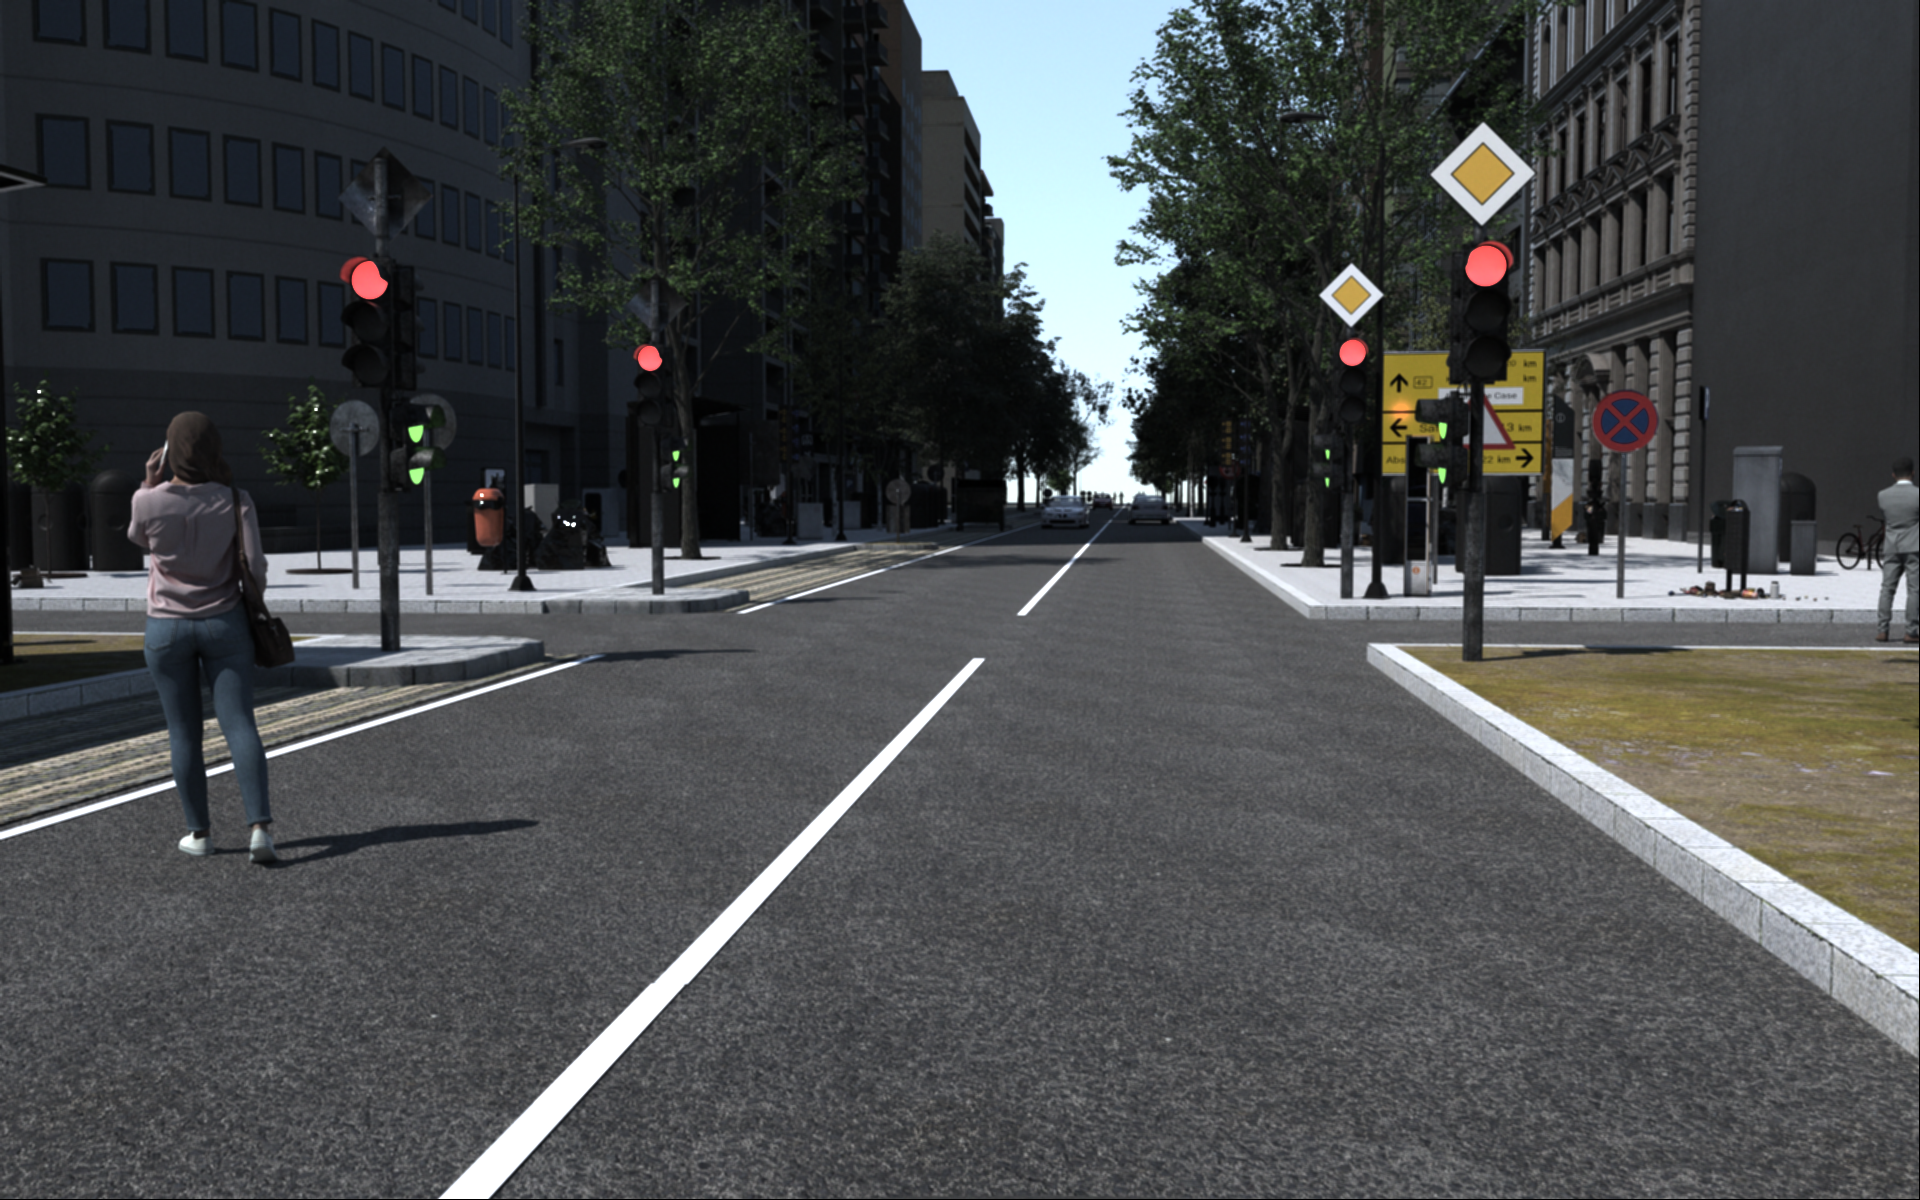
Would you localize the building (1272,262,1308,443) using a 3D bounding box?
[{"bbox_3d":[42.726,-26.332,202.226,14.160,30.474,14.107,0,4,6],"label":"building"}]

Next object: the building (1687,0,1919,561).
[{"bbox_3d":[30.078,-14.842,36.178,24.014,27.812,14.314,0,4,6],"label":"building"}]

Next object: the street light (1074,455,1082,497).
[{"bbox_3d":[13.431,-14.263,205.736,1.470,5.913,1.316,0,4,6],"label":"street light"}]

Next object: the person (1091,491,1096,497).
[{"bbox_3d":[15.924,-12.031,205.741,0.750,1.759,0.617,0,4,-1],"label":"person"}]

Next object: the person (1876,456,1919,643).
[{"bbox_3d":[9.173,-0.495,16.780,0.511,1.800,0.466,3,4,36],"label":"person"}]

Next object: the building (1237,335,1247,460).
[{"bbox_3d":[46.693,-36.374,244.818,14.600,45.320,14.200,0,4,6],"label":"building"}]

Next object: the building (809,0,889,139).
[{"bbox_3d":[-17.456,-29.337,134.288,22.147,44.769,28.867,0,4,6],"label":"building"}]

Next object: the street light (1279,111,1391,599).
[{"bbox_3d":[4.578,-2.974,21.161,1.470,5.913,1.316,0,4,6],"label":"street light"}]

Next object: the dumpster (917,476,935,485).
[{"bbox_3d":[-1.945,-5.423,91.160,1.502,2.255,1.985,0,4,6],"label":"dumpster"}]

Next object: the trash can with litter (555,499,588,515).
[{"bbox_3d":[-8.534,-1.588,37.350,0.624,1.170,1.055,1,4,23],"label":"trash can with litter"}]

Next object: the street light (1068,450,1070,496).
[{"bbox_3d":[10.826,-12.767,181.282,1.470,5.913,1.316,0,4,6],"label":"street light"}]

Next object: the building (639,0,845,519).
[{"bbox_3d":[-18.222,-41.008,108.739,20.563,71.187,20.611,0,4,6],"label":"building"}]

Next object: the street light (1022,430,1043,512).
[{"bbox_3d":[5.115,-9.314,124.823,1.470,5.913,1.316,0,4,6],"label":"street light"}]

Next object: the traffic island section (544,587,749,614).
[{"bbox_3d":[-3.877,0.008,22.146,2.009,0.180,2.903,0,4,6],"label":"traffic island section"}]

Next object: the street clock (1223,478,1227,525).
[{"bbox_3d":[10.987,-4.156,72.522,0.358,2.002,0.471,1,4,17],"label":"street clock"}]

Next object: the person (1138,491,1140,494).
[{"bbox_3d":[23.881,-13.596,230.878,1.350,1.814,0.705,0,4,1],"label":"person"}]

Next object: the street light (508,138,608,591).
[{"bbox_3d":[-5.290,-3.075,22.814,1.470,5.913,1.316,0,4,6],"label":"street light"}]

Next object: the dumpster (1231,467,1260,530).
[{"bbox_3d":[10.618,-3.707,63.101,1.502,2.255,1.985,0,4,6],"label":"dumpster"}]

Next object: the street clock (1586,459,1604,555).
[{"bbox_3d":[13.288,-1.938,36.264,0.358,2.002,0.471,2,4,26],"label":"street clock"}]

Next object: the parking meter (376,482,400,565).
[{"bbox_3d":[-10.329,-1.398,31.273,0.372,1.533,0.369,0,3,0],"label":"parking meter"}]

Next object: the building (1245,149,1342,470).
[{"bbox_3d":[47.604,-34.772,223.139,22.147,44.769,28.867,0,4,6],"label":"building"}]

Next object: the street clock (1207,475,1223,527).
[{"bbox_3d":[9.816,-3.832,67.228,0.358,2.002,0.471,-2,4,-26],"label":"street clock"}]

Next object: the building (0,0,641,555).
[{"bbox_3d":[-23.133,-30.898,47.189,21.231,58.520,28.212,0,4,6],"label":"building"}]

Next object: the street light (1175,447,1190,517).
[{"bbox_3d":[9.611,-6.022,71.006,1.470,5.913,1.316,0,4,6],"label":"street light"}]

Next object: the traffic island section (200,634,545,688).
[{"bbox_3d":[-4.684,0.494,14.201,2.009,0.180,2.903,0,4,6],"label":"traffic island section"}]

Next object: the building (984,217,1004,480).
[{"bbox_3d":[-1.162,-34.647,250.074,14.154,41.232,14.086,0,4,6],"label":"building"}]

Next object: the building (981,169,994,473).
[{"bbox_3d":[-7.160,-35.132,229.026,22.147,44.769,28.867,0,4,6],"label":"building"}]

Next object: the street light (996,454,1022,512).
[{"bbox_3d":[2.669,-7.793,99.964,1.470,5.913,1.316,0,4,6],"label":"street light"}]

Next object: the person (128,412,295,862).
[{"bbox_3d":[-2.914,0.142,6.770,0.593,1.750,0.643,-2,4,-25],"label":"person"}]

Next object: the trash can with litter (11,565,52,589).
[{"bbox_3d":[-12.961,-0.740,23.494,1.055,1.170,0.624,-3,4,-39],"label":"trash can with litter"}]

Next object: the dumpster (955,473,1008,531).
[{"bbox_3d":[0.815,-3.757,66.381,1.985,2.255,1.502,0,4,6],"label":"dumpster"}]

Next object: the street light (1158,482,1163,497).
[{"bbox_3d":[14.910,-9.195,122.881,1.470,5.913,1.316,0,4,6],"label":"street light"}]

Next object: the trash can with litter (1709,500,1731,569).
[{"bbox_3d":[13.344,-1.128,29.832,0.624,1.170,1.055,0,4,1],"label":"trash can with litter"}]

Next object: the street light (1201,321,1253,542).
[{"bbox_3d":[7.076,-4.491,45.962,1.470,5.913,1.316,0,4,6],"label":"street light"}]

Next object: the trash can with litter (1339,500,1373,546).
[{"bbox_3d":[9.898,-1.920,42.782,1.055,1.170,0.624,3,5,41],"label":"trash can with litter"}]

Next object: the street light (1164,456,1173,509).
[{"bbox_3d":[12.428,-7.691,98.293,1.470,5.913,1.316,0,4,6],"label":"street light"}]

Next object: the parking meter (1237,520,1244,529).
[{"bbox_3d":[10.410,-3.600,64.573,0.255,1.863,0.399,3,4,38],"label":"parking meter"}]

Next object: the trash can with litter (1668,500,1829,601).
[{"bbox_3d":[9.801,-0.664,21.908,1.678,1.210,2.233,0,4,5],"label":"trash can with litter"}]

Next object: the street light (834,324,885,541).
[{"bbox_3d":[-2.733,-4.580,47.419,1.470,5.913,1.316,0,4,6],"label":"street light"}]

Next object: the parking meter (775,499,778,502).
[{"bbox_3d":[-9.940,-5.438,94.627,0.255,1.863,0.399,-1,4,-23],"label":"parking meter"}]

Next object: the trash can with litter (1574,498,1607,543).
[{"bbox_3d":[16.325,-2.055,44.986,0.624,1.170,1.055,-1,4,-11],"label":"trash can with litter"}]

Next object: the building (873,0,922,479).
[{"bbox_3d":[-11.117,-30.894,155.233,14.600,45.320,14.200,0,4,6],"label":"building"}]

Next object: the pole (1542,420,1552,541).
[{"bbox_3d":[16.097,-3.282,47.497,0.158,3.312,0.155,0,3,0],"label":"pole"}]

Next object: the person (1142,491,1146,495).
[{"bbox_3d":[25.179,-14.022,237.891,1.348,1.807,0.705,-1,4,-9],"label":"person"}]

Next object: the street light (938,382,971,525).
[{"bbox_3d":[-0.223,-6.087,72.066,1.470,5.913,1.316,0,4,6],"label":"street light"}]

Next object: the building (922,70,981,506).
[{"bbox_3d":[-9.116,-35.448,203.278,21.300,48.544,21.600,0,4,6],"label":"building"}]

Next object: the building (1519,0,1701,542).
[{"bbox_3d":[25.011,-13.790,54.340,11.050,23.489,19.941,0,4,6],"label":"building"}]

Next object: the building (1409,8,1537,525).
[{"bbox_3d":[29.875,-15.907,79.140,14.314,24.678,30.058,0,4,6],"label":"building"}]

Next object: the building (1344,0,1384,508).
[{"bbox_3d":[34.303,-28.739,119.999,14.600,45.320,14.200,0,4,6],"label":"building"}]

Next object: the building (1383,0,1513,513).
[{"bbox_3d":[32.770,-25.841,106.090,14.154,41.232,14.086,0,4,6],"label":"building"}]
